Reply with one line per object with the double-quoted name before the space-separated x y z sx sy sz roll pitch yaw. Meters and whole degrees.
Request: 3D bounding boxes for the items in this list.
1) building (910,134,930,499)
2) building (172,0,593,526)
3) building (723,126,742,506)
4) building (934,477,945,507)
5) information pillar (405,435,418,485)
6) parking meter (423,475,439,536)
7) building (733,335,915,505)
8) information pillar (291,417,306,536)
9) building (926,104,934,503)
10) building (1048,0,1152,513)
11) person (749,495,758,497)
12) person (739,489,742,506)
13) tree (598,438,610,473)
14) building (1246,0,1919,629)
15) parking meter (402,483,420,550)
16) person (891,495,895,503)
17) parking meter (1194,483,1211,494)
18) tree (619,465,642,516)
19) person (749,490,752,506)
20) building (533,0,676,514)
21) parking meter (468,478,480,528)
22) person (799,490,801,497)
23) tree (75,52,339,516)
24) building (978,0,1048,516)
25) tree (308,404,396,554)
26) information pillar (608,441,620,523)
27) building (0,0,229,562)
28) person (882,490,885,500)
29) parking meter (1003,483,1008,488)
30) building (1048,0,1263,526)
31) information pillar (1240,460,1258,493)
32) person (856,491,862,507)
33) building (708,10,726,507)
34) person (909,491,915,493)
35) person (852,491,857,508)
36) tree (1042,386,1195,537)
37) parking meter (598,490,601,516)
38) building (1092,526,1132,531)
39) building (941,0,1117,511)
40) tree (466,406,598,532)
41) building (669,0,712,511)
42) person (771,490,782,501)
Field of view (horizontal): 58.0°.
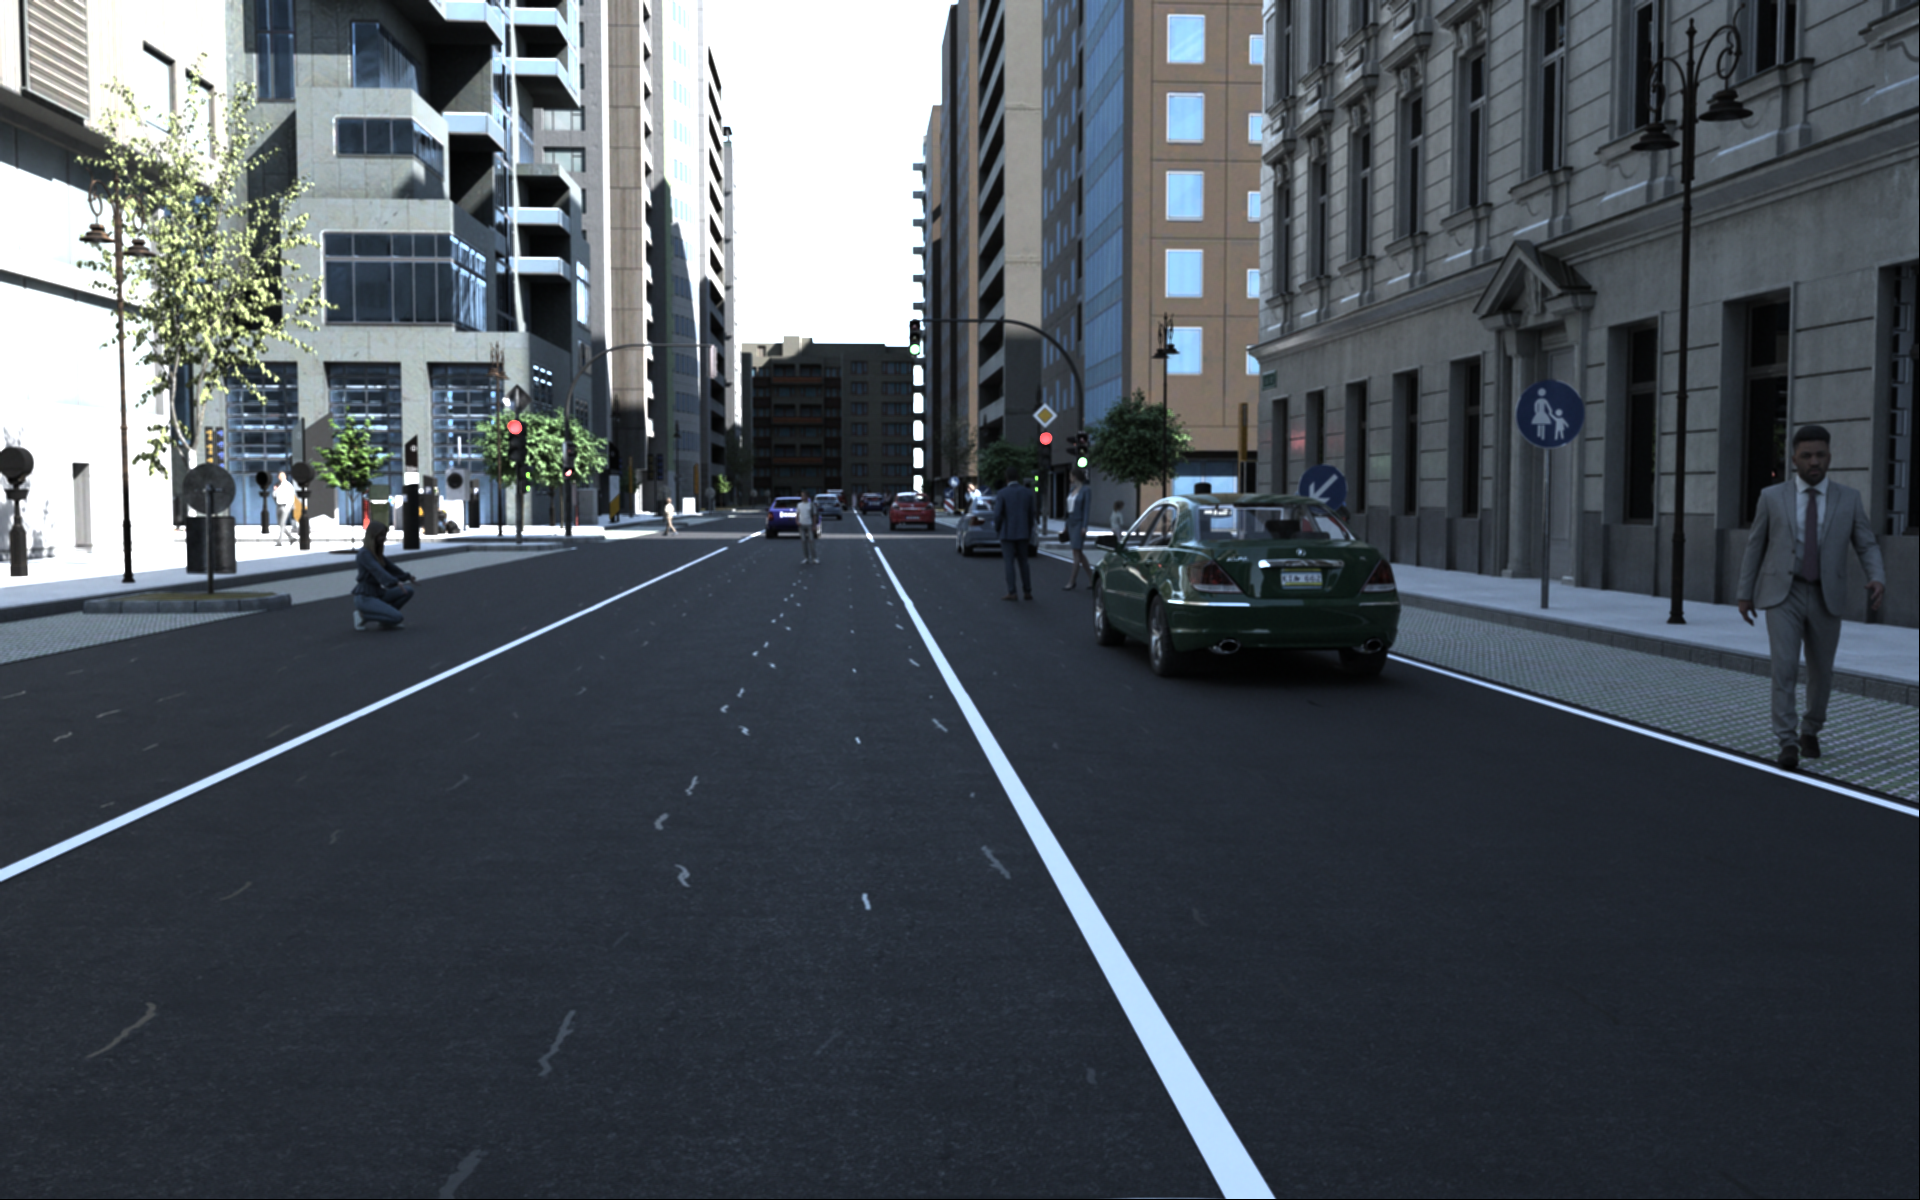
"building" 8.842 -37.004 224.623 30.456 49.044 23.786 0 4 -4
"building" -29.269 -47.007 81.235 22.319 86.520 31.000 0 4 -4
"building" -31.721 -31.209 193.867 14.086 41.232 14.154 0 4 -4
"building" 13.743 -29.683 177.195 32.217 40.220 23.993 0 4 -4
"information pillar" -21.421 -4.671 67.731 0.504 3.616 0.183 -1 4 -20
"parking meter" -16.212 -2.898 53.092 0.399 1.863 0.255 1 4 14
"building" -20.919 -23.285 225.749 28.899 21.520 27.650 0 4 -4
"information pillar" -20.211 -3.770 52.990 0.504 3.616 0.183 2 4 27
"building" 3.399 -33.372 195.748 14.600 45.320 14.200 0 4 -4
"building" 7.097 -30.164 143.294 14.600 45.320 14.200 0 4 -4
"person" -23.882 -11.851 200.586 1.217 1.735 0.721 2 4 25
"person" -23.211 -10.840 183.353 0.705 1.814 1.350 0 4 -8
"tree" -14.732 -4.887 63.622 4.285 4.588 4.351 0 3 0
"building" 16.590 -14.957 20.964 17.030 29.872 44.131 0 4 -4
"parking meter" -12.710 -1.938 40.095 0.372 1.533 0.369 0 3 0
"person" -7.945 -11.618 199.244 1.217 1.735 0.721 -1 4 -22
"parking meter" 5.401 -1.845 38.571 0.372 1.533 0.369 0 3 0
"tree" -19.491 -6.618 102.803 1.663 3.219 1.824 0 3 0
"person" -22.719 -11.091 188.175 0.445 1.727 0.742 0 4 2
"building" -26.563 -26.285 113.348 14.154 41.232 14.086 0 4 -4
"parking meter" -18.168 -3.608 64.698 0.255 1.863 0.399 2 4 30
"person" -15.932 -10.060 173.123 0.705 1.807 1.348 -1 4 -16
"tree" -13.151 -4.860 29.816 4.737 8.622 4.395 0 3 0
"building" 12.582 -29.911 112.753 21.300 48.544 21.600 0 4 -4
"tree" -13.271 -2.634 37.668 1.663 3.219 1.824 0 3 0
"information pillar" -15.300 -5.213 76.590 0.504 3.616 0.183 -3 5 -42
"building" -30.137 -26.812 27.610 27.495 52.752 28.713 0 4 -4
"person" -7.120 -9.304 160.612 0.705 1.826 1.348 0 4 -5
"parking meter" 2.329 -4.913 86.042 0.399 1.863 0.255 -1 4 -17
"building" 11.572 -26.447 82.520 14.600 45.320 14.200 0 4 -4
"information pillar" 6.308 -2.043 37.891 0.304 2.012 0.304 -1 4 -10
"person" -10.424 -10.497 180.842 1.217 1.743 0.721 0 4 -4
"building" -33.870 -33.081 164.584 21.300 48.544 21.600 0 4 -4
"person" -4.254 -8.739 152.181 0.742 1.727 0.445 3 4 36
"person" -10.877 -10.361 178.568 0.551 1.740 0.621 -2 4 -26
"tree" 5.455 -4.214 52.610 4.285 4.588 4.351 0 3 0
"parking meter" -21.209 -5.692 101.468 0.372 1.533 0.369 0 3 0
"building" 12.219 -25.242 62.814 14.200 45.320 14.600 0 4 -4
"building" 5.565 -31.027 157.397 14.600 45.320 14.200 0 4 -4
"tree" -14.991 -4.594 58.833 4.285 4.588 4.351 0 3 0
"building" -31.878 -36.544 139.497 21.231 58.520 28.212 0 4 -4
"person" -14.612 -7.891 138.338 0.721 1.723 1.217 3 4 36
